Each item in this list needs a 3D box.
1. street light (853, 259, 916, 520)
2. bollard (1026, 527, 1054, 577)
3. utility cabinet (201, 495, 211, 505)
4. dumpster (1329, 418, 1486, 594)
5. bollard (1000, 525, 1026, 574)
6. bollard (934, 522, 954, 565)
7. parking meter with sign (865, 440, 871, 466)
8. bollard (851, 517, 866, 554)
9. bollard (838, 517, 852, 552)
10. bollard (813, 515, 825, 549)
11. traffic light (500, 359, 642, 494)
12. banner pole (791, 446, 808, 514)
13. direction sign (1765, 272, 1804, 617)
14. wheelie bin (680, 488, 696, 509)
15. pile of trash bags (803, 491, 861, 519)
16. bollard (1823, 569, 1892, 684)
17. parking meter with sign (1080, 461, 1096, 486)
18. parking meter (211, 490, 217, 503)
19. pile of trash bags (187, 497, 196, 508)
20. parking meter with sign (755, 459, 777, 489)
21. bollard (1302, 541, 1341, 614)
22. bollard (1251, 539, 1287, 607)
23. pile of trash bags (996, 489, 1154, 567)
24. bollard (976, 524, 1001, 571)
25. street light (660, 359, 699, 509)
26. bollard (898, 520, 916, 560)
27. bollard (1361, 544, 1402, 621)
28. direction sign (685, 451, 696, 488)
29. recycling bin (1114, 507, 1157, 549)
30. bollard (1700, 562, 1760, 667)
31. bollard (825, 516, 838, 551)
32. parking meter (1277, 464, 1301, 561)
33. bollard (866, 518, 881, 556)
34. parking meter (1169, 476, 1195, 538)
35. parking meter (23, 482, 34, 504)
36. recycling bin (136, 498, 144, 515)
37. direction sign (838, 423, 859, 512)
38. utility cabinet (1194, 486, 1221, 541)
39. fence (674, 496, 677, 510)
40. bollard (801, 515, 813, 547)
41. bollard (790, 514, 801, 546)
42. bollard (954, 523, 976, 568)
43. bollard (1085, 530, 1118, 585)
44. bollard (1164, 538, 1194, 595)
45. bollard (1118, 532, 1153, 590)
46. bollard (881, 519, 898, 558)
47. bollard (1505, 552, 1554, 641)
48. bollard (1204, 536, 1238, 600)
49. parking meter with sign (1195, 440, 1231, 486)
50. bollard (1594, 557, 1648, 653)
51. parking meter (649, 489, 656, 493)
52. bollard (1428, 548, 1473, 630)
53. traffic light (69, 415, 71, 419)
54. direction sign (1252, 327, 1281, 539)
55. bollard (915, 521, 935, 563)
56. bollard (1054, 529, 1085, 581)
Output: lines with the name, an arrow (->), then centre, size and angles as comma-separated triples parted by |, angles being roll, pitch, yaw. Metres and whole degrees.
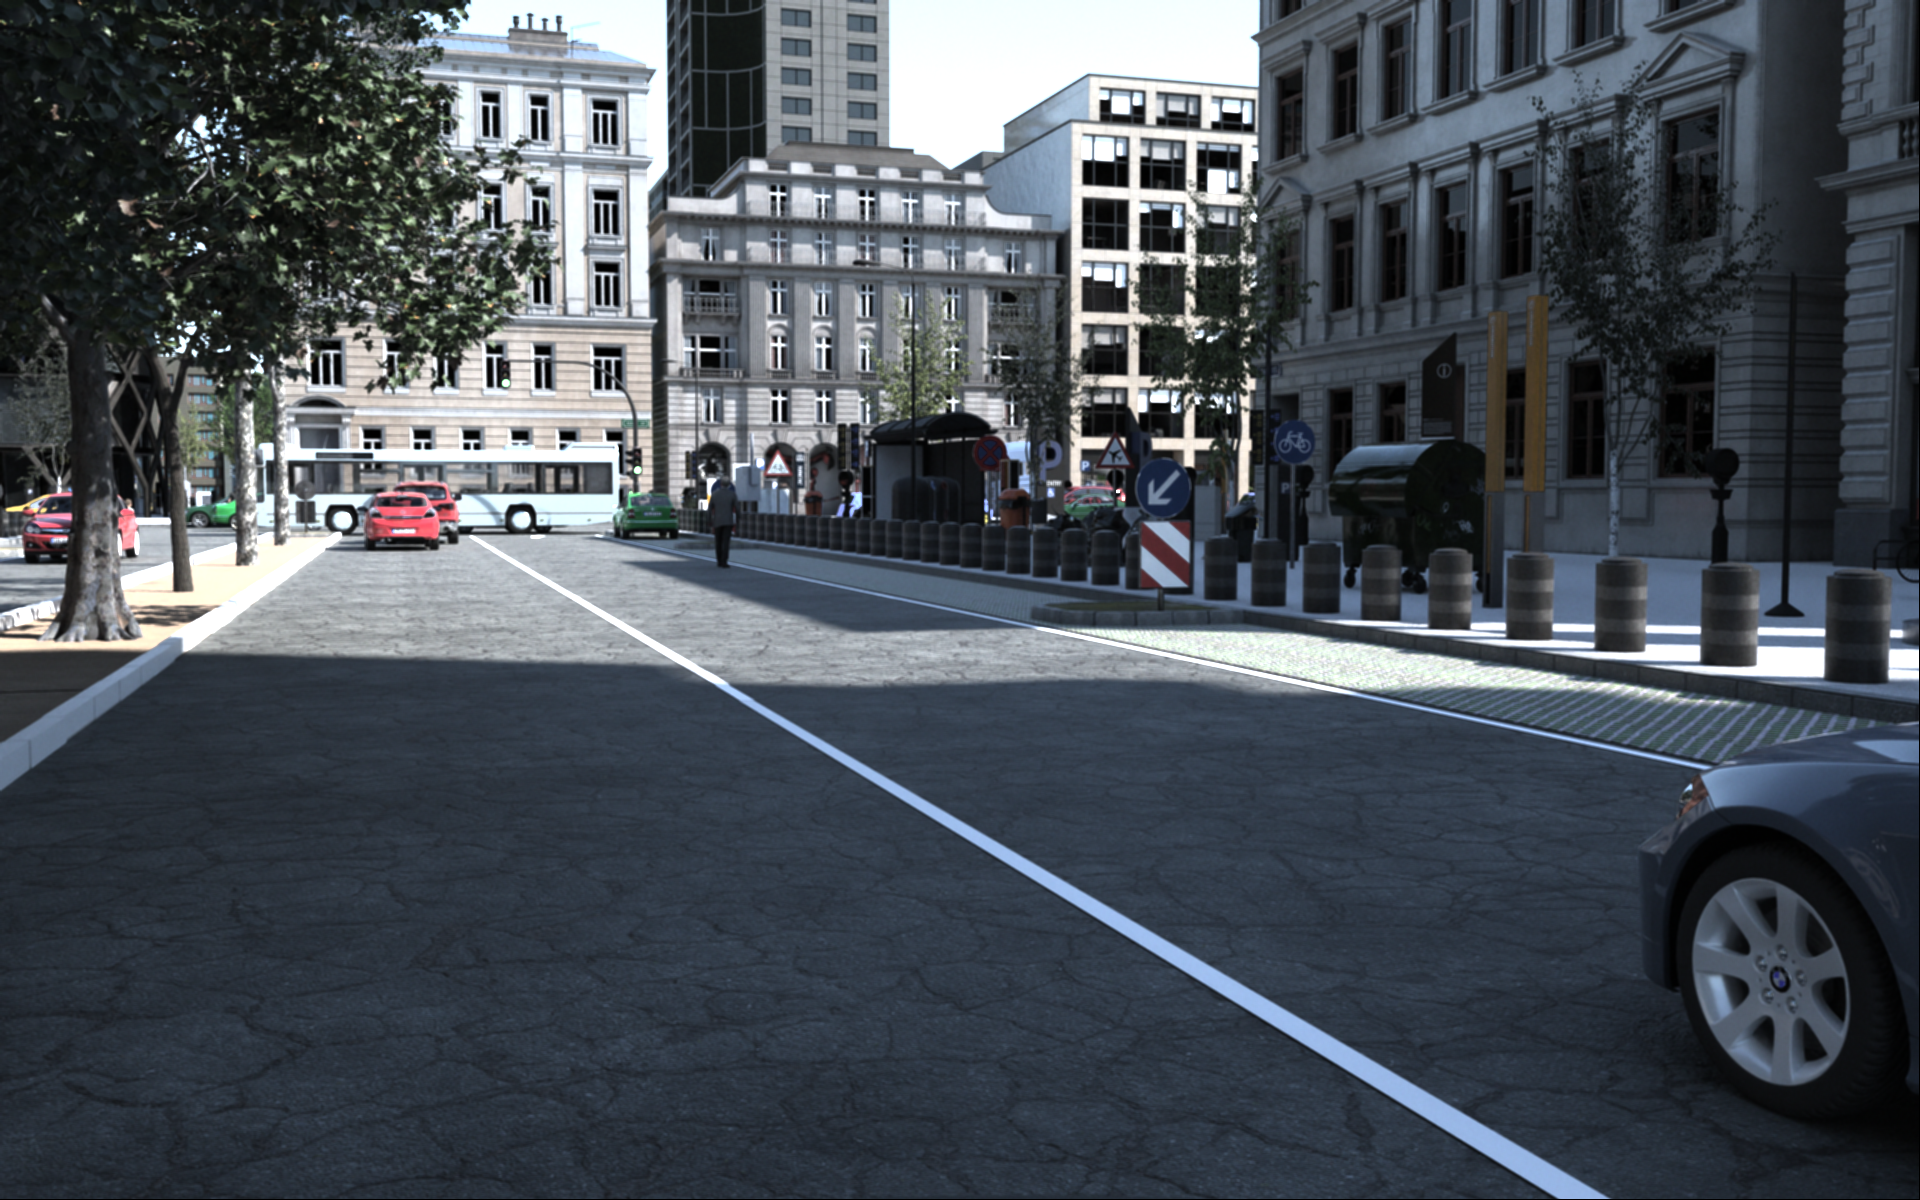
street light -> -1.451, -3.792, 34.545 | 1.470, 5.913, 1.316 | -1, 4, -18
bollard -> 1.316, -0.739, 26.799 | 0.404, 0.777, 0.398 | 0, 3, 0
utility cabinet -> -50.569, -6.450, 116.618 | 1.020, 1.237, 0.306 | 1, 4, 22
dumpster -> 6.043, -1.255, 23.021 | 1.502, 2.255, 1.985 | -1, 4, -18
bollard -> 0.945, -0.809, 27.951 | 0.404, 0.777, 0.398 | 0, 3, 0
bollard -> -0.171, -1.020, 31.401 | 0.404, 0.777, 0.398 | 0, 3, 0
parking meter with sign -> -2.178, -3.677, 56.388 | 1.738, 3.016, 0.543 | -1, 4, -15
bollard -> -2.031, -1.372, 37.142 | 0.404, 0.777, 0.398 | 0, 3, 0
bollard -> -2.405, -1.441, 38.284 | 0.404, 0.777, 0.398 | 0, 3, 0
bollard -> -3.146, -1.582, 40.581 | 0.404, 0.777, 0.398 | 0, 3, 0
traffic light -> -13.199, -5.166, 59.132 | 4.771, 5.953, 1.251 | -1, 4, -18
banner pole -> -8.534, -6.164, 90.801 | 0.863, 3.779, 0.401 | -1, 4, -12
direction sign -> 8.688, -1.599, 18.146 | 0.379, 3.537, 0.876 | 2, 4, 27
wheelie bin -> -13.077, -4.658, 84.065 | 0.980, 1.594, 0.693 | -3, 5, -45
pile of trash bags -> -2.978, -2.577, 51.888 | 3.447, 1.369, 1.912 | -1, 4, -11
bollard -> 6.152, 0.174, 11.872 | 0.404, 0.777, 0.398 | 0, 3, 0
parking meter with sign -> 6.864, -5.783, 90.806 | 0.543, 3.016, 1.738 | 2, 4, 24
parking meter -> -48.894, -6.429, 113.524 | 0.372, 1.533, 0.369 | 0, 3, 0
pile of trash bags -> -60.619, -7.749, 136.450 | 3.447, 1.369, 1.912 | 0, 4, -5
parking meter with sign -> -9.337, -5.449, 85.356 | 1.738, 3.016, 0.543 | 3, 5, 44
bollard -> 3.920, -0.248, 18.770 | 0.404, 0.777, 0.398 | 0, 3, 0
bollard -> 3.551, -0.318, 19.914 | 0.404, 0.777, 0.398 | 0, 3, 0
pile of trash bags -> 2.058, -1.295, 30.924 | 3.447, 1.369, 1.912 | -3, 4, -39
bollard -> 0.570, -0.880, 29.104 | 0.404, 0.777, 0.398 | 0, 3, 0
street light -> -9.642, -5.346, 59.949 | 1.470, 5.913, 1.316 | -1, 4, -18
bollard -> -0.919, -1.161, 33.703 | 0.404, 0.777, 0.398 | 0, 3, 0
bollard -> 4.289, -0.178, 17.627 | 0.404, 0.777, 0.398 | 0, 3, 0
direction sign -> -14.154, -6.064, 91.147 | 0.876, 3.537, 0.379 | 3, 5, 44
recycling bin -> 3.353, -1.286, 33.586 | 0.722, 1.027, 0.722 | -1, 4, -22
bollard -> 5.783, 0.104, 13.016 | 0.404, 0.777, 0.398 | 0, 3, 0
bollard -> -2.773, -1.511, 39.428 | 0.404, 0.777, 0.398 | 0, 3, 0
parking meter -> 6.304, -1.680, 33.174 | 0.399, 1.863, 0.255 | 3, 5, 39
bollard -> -1.663, -1.302, 35.998 | 0.404, 0.777, 0.398 | 0, 3, 0
parking meter -> 3.192, -1.012, 24.963 | 0.372, 1.533, 0.369 | 0, 3, 0
parking meter -> -45.298, -4.804, 84.258 | 0.255, 1.863, 0.399 | 3, 4, 37
recycling bin -> -50.168, -5.696, 105.685 | 0.722, 1.027, 0.722 | 1, 4, 15
direction sign -> -3.574, -3.887, 55.547 | 0.876, 3.537, 0.379 | 3, 4, 37
utility cabinet -> 6.556, -2.364, 47.327 | 1.173, 1.500, 0.318 | 3, 5, 40
fence -> -13.908, -4.395, 83.058 | 0.480, 1.192, 2.264 | -2, 4, -26
bollard -> -3.524, -1.653, 41.749 | 0.404, 0.777, 0.398 | 0, 3, 0
bollard -> -3.897, -1.723, 42.891 | 0.404, 0.777, 0.398 | 0, 3, 0
bollard -> 0.198, -0.950, 30.252 | 0.404, 0.777, 0.398 | 0, 3, 0
bollard -> 2.061, -0.599, 24.513 | 0.404, 0.777, 0.398 | 0, 3, 0
bollard -> 2.801, -0.459, 22.226 | 0.404, 0.777, 0.398 | 0, 3, 0
bollard -> 2.432, -0.529, 23.370 | 0.404, 0.777, 0.398 | 0, 3, 0
bollard -> -1.291, -1.232, 34.853 | 0.404, 0.777, 0.398 | 0, 3, 0
bollard -> 5.040, -0.037, 15.318 | 0.404, 0.777, 0.398 | 0, 3, 0
bollard -> 3.173, -0.389, 21.069 | 0.404, 0.777, 0.398 | 0, 3, 0
parking meter with sign -> 7.857, -3.652, 55.967 | 1.738, 3.016, 0.543 | 3, 5, 41
bollard -> 5.409, 0.033, 14.174 | 0.404, 0.777, 0.398 | 0, 3, 0
parking meter -> -15.944, -4.974, 89.740 | 0.372, 1.533, 0.369 | 0, 3, 0
bollard -> 4.663, -0.108, 16.476 | 0.404, 0.777, 0.398 | 0, 3, 0
traffic light -> -27.607, -4.018, 54.611 | 0.839, 4.253, 0.868 | -1, 4, -18
direction sign -> 4.260, -1.957, 24.001 | 0.379, 3.537, 0.876 | 0, 4, 8
bollard -> -0.541, -1.090, 32.544 | 0.404, 0.777, 0.398 | 0, 3, 0
bollard -> 1.690, -0.669, 25.657 | 0.404, 0.777, 0.398 | 0, 3, 0
